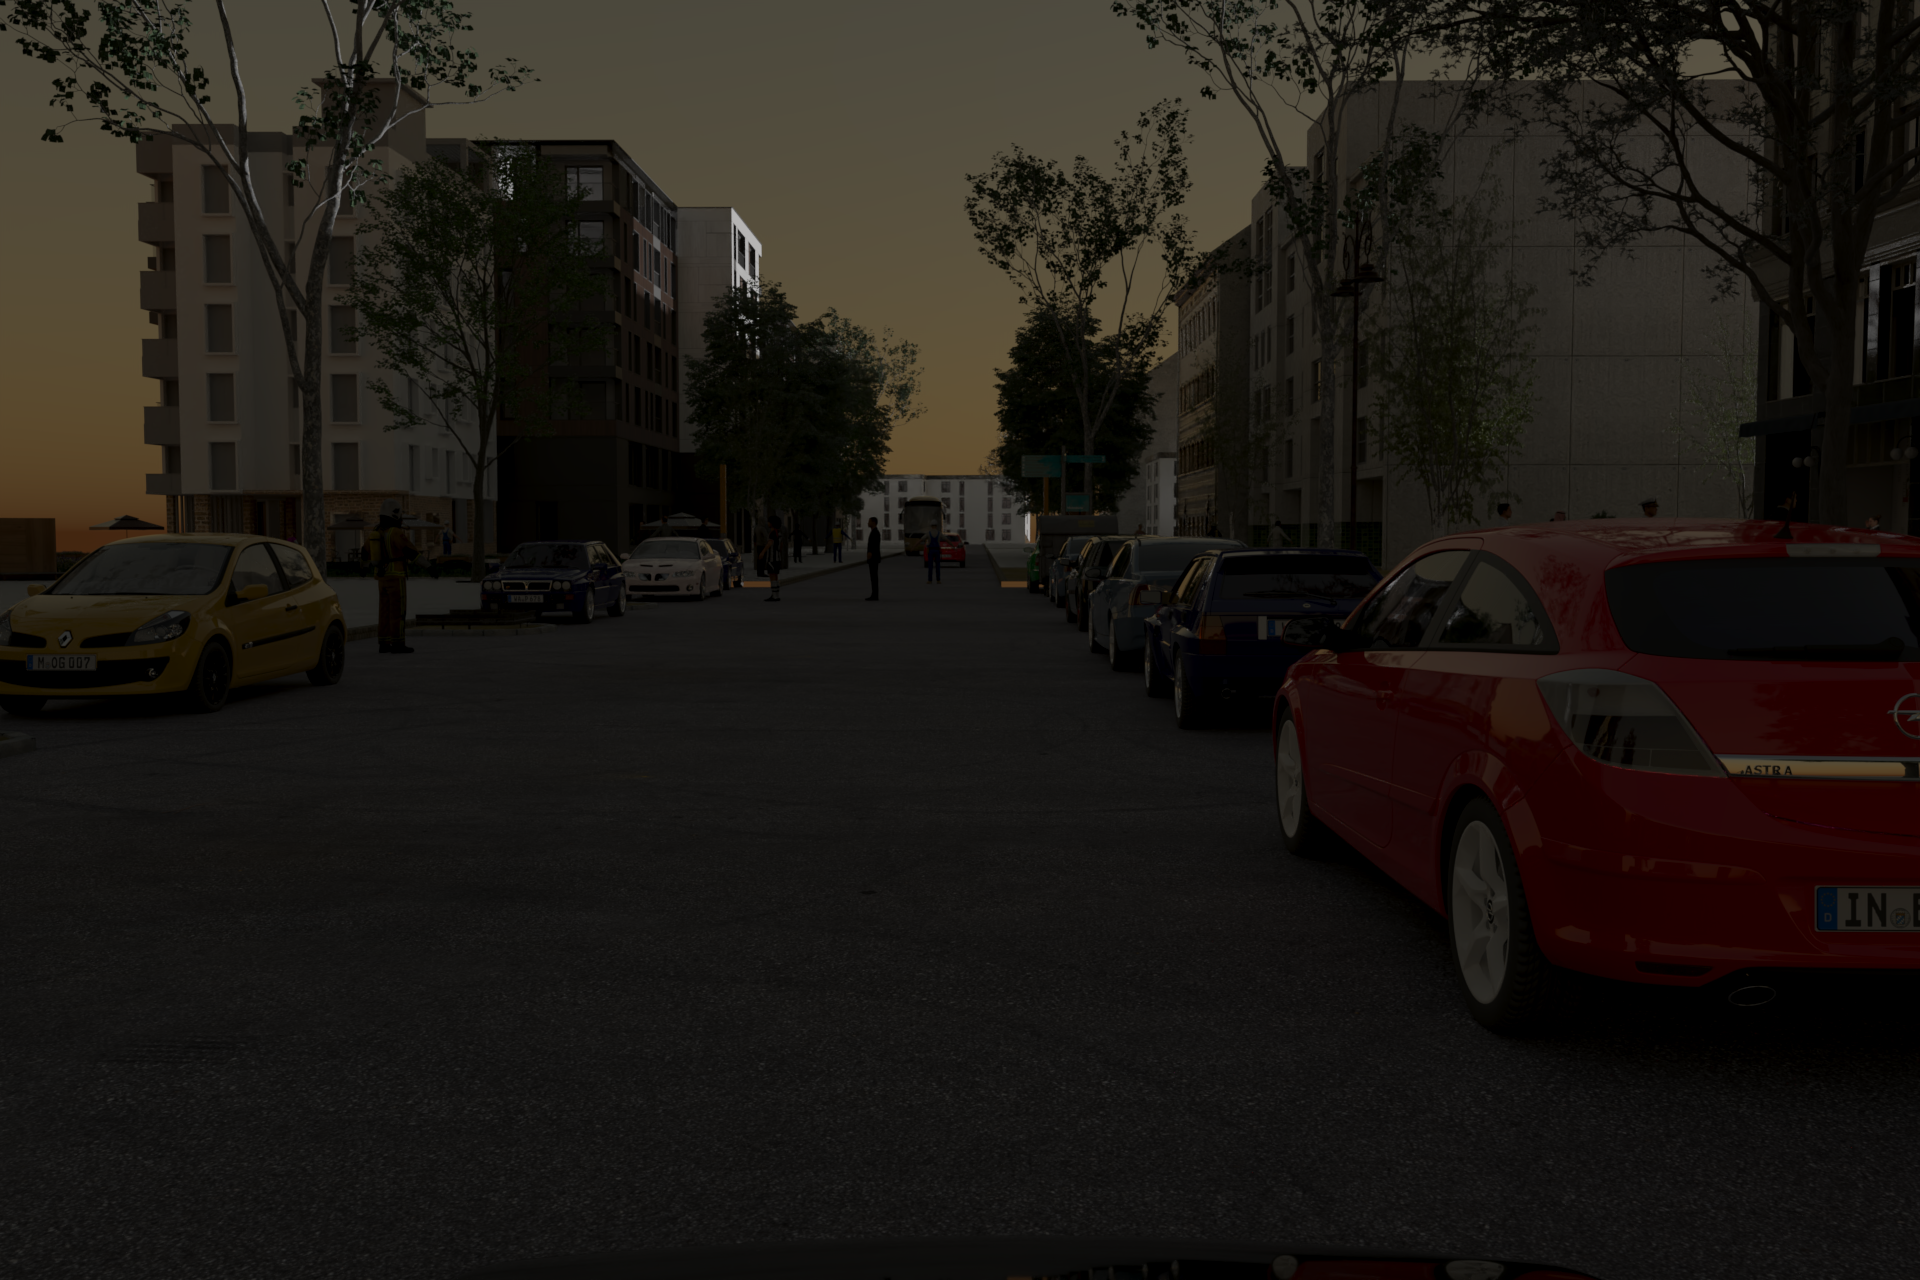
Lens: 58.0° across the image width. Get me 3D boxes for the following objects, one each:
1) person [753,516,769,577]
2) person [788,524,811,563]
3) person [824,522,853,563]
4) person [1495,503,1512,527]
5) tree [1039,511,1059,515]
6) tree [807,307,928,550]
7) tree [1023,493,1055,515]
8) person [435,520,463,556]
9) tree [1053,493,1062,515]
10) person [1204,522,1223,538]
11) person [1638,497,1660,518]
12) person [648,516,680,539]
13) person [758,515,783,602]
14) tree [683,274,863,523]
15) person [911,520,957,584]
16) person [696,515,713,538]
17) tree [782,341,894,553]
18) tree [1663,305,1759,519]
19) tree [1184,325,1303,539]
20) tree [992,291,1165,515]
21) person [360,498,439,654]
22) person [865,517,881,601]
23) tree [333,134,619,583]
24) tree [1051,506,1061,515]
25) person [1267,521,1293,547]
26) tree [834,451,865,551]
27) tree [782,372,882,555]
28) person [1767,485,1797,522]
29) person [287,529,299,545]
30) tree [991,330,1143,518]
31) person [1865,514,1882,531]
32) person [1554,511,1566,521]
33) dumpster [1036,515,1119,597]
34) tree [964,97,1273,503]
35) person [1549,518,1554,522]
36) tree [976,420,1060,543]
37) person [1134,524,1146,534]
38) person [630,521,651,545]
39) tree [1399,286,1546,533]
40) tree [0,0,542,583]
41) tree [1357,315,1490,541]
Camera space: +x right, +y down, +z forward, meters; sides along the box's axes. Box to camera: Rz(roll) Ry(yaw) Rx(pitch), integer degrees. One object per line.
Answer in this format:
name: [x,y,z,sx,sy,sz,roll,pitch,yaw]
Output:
person: [-5.896,-2.788,51.712,0.705,1.813,1.348,-2,4,-32]
person: [-7.153,-4.289,76.841,1.216,1.740,0.721,2,4,25]
person: [-5.432,-4.342,76.955,1.349,1.833,0.705,1,4,12]
person: [9.374,-1.445,29.785,0.704,1.810,1.344,1,4,10]
tree: [14.447,-18.966,244.504,7.601,10.594,8.767,0,4,-5]
tree: [-8.689,-17.573,143.206,12.611,20.169,13.585,0,3,0]
tree: [6.701,-10.991,130.069,4.737,8.622,4.395,0,3,0]
person: [-21.038,-3.991,71.107,1.347,1.847,0.705,1,4,20]
tree: [6.977,-10.039,114.506,4.737,8.622,4.395,0,3,0]
person: [12.220,-4.760,83.601,1.354,1.856,0.705,-2,4,-31]
person: [10.618,-1.276,26.649,1.343,1.855,0.704,-3,5,-42]
person: [-8.372,-2.616,49.037,1.348,1.796,0.705,-3,5,-41]
person: [-3.989,-1.729,36.874,0.704,1.843,1.345,1,4,10]
tree: [-9.200,-10.907,84.982,9.857,13.997,8.962,0,3,0]
person: [-0.746,-2.536,49.784,1.347,1.847,0.705,0,4,-5]
person: [-7.632,-2.812,51.906,0.705,1.837,1.347,-3,4,-36]
tree: [-8.787,-12.803,115.985,9.857,13.997,8.962,0,3,0]
tree: [25.250,-6.398,54.972,4.360,8.622,3.978,0,3,0]
tree: [9.566,-6.770,61.054,4.360,8.622,3.978,0,3,0]
tree: [6.133,-11.251,90.607,9.857,13.997,8.962,0,3,0]
person: [-6.825,-0.773,20.871,1.354,1.858,0.705,2,4,33]
person: [-1.892,-1.756,37.389,0.704,1.802,1.346,0,4,-3]
tree: [-12.551,-7.312,45.304,9.928,11.665,9.643,0,3,0]
tree: [6.835,-10.558,122.987,4.737,8.622,4.395,0,3,0]
person: [12.320,-3.719,66.984,0.705,1.806,1.347,-2,4,-34]
tree: [-8.342,-11.095,131.763,4.360,8.622,3.978,0,3,0]
tree: [-8.774,-11.007,105.724,9.928,11.665,9.643,0,3,0]
person: [9.212,-0.812,19.318,0.704,1.823,1.345,0,4,1]
person: [-18.542,-2.360,47.850,0.991,1.433,0.599,3,4,39]
tree: [6.329,-12.012,103.047,9.857,13.997,8.962,0,3,0]
person: [20.220,-1.939,38.547,0.445,1.727,0.742,0,4,-3]
person: [13.595,-2.022,39.206,0.704,1.811,1.347,1,4,10]
dumpster: [2.694,-1.925,39.685,1.865,1.857,1.264,0,4,0]
tree: [6.838,-13.400,74.979,12.611,20.169,13.585,0,3,0]
person: [19.695,-3.138,57.495,0.705,1.806,1.347,-2,4,-34]
tree: [6.578,-14.334,144.733,12.009,13.543,11.850,0,3,0]
person: [8.170,-4.359,78.074,1.217,1.733,0.721,-2,4,-26]
person: [-12.922,-3.935,70.475,1.346,1.812,0.704,3,5,39]
tree: [15.062,-6.186,51.497,4.737,8.622,4.395,0,3,0]
tree: [-13.488,-10.870,33.614,12.611,20.169,13.585,0,3,0]
tree: [15.483,-6.523,57.010,4.737,8.622,4.395,0,3,0]
